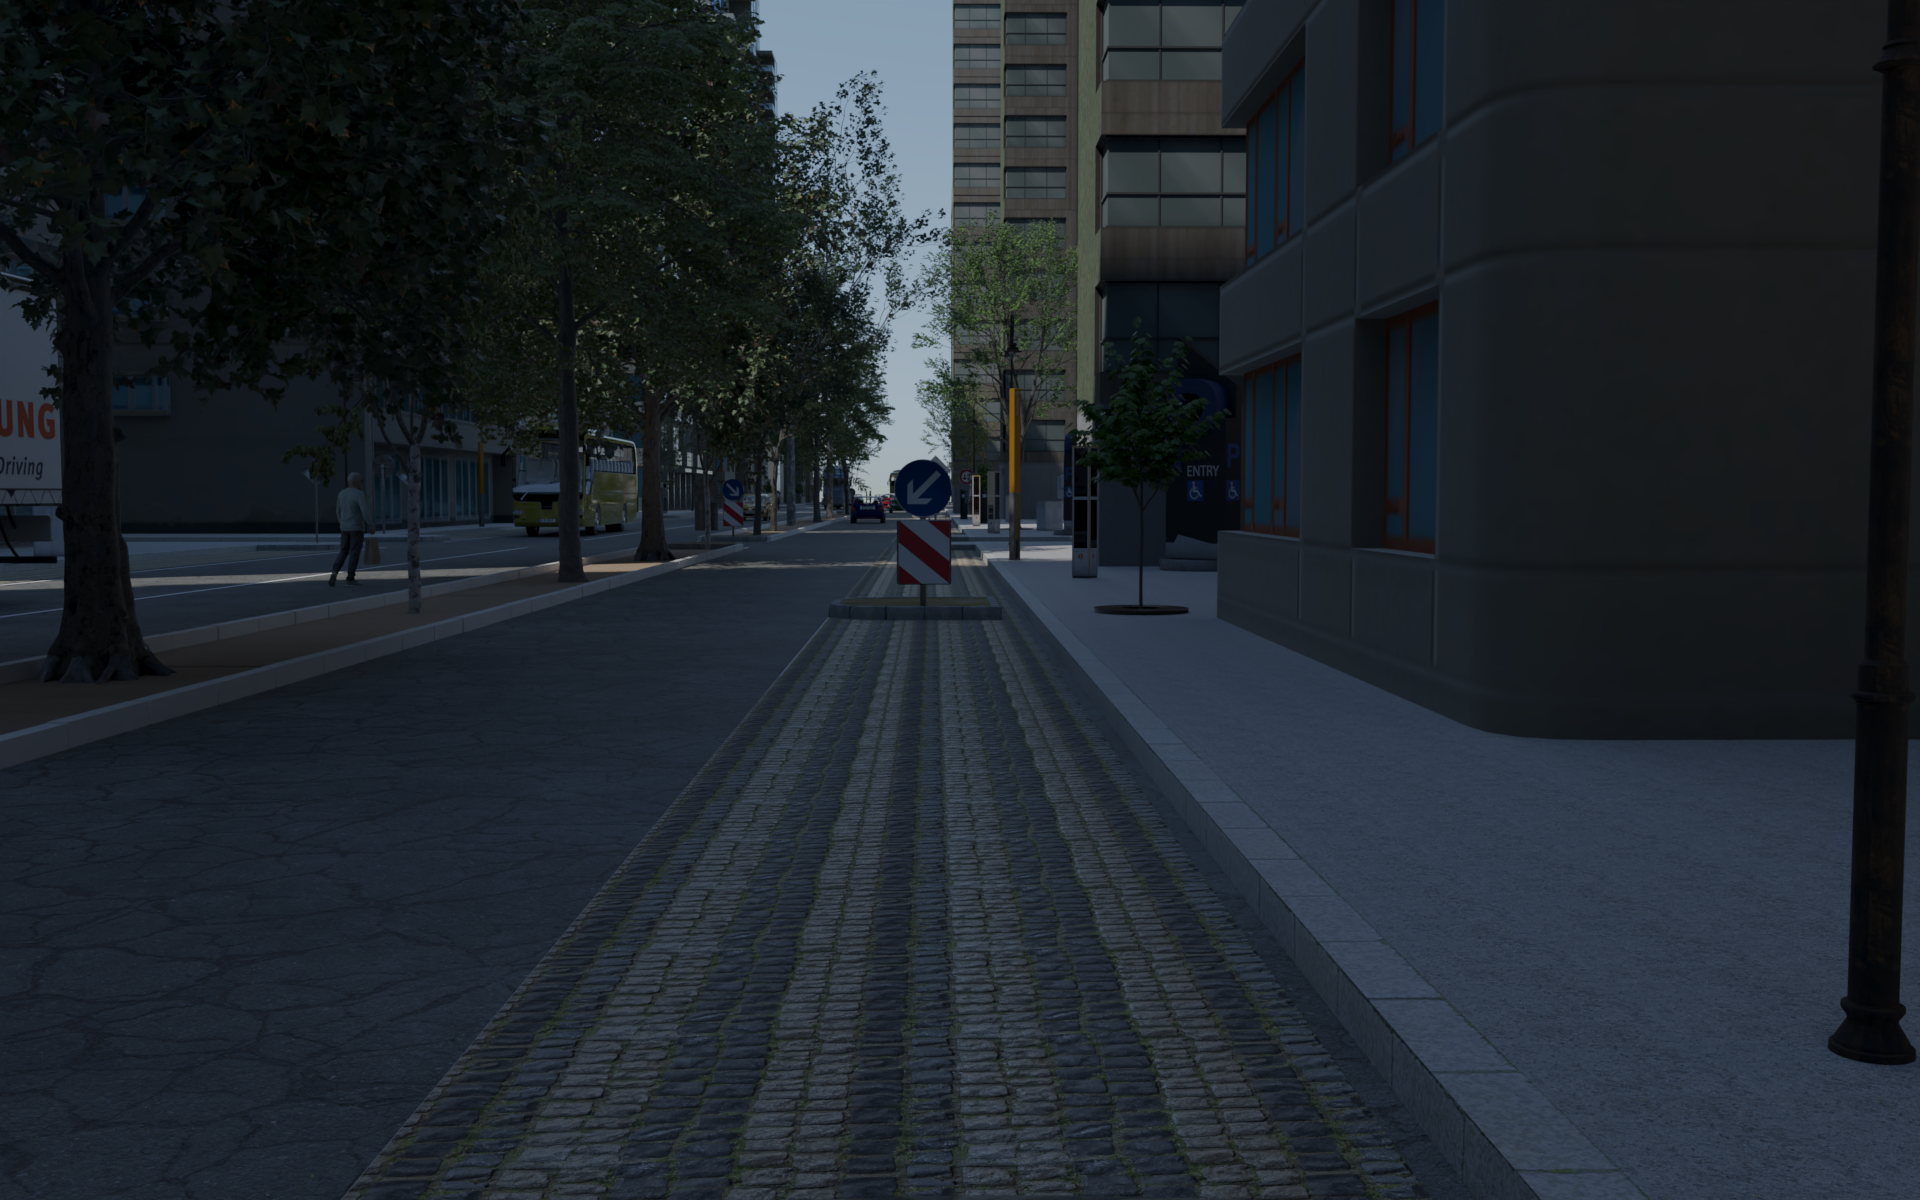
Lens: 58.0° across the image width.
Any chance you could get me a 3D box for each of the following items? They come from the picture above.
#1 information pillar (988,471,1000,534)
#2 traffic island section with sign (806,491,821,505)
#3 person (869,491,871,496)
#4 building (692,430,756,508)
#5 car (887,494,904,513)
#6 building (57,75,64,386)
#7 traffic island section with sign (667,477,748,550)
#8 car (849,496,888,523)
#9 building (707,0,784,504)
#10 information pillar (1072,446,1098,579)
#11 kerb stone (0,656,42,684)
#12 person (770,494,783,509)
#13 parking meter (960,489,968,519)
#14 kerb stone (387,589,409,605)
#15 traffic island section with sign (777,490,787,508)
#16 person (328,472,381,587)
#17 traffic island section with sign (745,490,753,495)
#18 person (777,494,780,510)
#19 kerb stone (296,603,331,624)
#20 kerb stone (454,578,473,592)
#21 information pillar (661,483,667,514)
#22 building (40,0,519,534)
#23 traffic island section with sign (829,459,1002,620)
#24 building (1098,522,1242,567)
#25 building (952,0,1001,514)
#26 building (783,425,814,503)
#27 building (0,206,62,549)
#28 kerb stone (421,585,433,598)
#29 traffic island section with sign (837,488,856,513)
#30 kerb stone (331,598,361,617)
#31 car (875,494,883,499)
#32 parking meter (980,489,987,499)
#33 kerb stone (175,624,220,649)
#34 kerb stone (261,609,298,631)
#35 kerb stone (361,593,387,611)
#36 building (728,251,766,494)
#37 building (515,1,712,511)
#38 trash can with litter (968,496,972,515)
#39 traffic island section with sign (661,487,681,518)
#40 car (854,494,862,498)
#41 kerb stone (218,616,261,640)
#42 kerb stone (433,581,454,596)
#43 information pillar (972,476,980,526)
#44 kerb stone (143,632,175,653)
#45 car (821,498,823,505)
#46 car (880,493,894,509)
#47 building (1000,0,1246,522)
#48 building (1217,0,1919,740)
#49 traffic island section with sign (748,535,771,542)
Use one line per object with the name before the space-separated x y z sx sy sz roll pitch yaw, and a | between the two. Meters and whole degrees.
information pillar | 1.101 -3.168 56.290 0.304 2.012 0.304 3 5 42
traffic island section with sign | -19.810 -13.853 235.116 1.989 1.847 2.006 0 4 -1
person | -11.354 -12.958 220.000 0.705 1.869 1.348 1 4 9
building | -35.803 -20.110 173.845 27.650 21.520 28.899 0 4 -1
car | -4.488 -7.364 132.194 2.131 1.459 4.920 0 4 -1
building | -31.971 -29.301 98.672 23.786 49.044 30.456 0 4 -1
traffic island section with sign | -6.722 -2.275 45.330 2.006 1.907 1.989 0 4 -1
car | -4.539 -4.473 85.720 1.945 1.354 3.894 0 4 -2
building | -34.101 -55.905 226.717 22.319 86.520 31.000 0 4 -1
information pillar | 1.908 -1.341 26.424 0.304 2.012 0.304 2 4 31
kerb stone | -7.235 0.546 13.304 0.120 0.150 1.000 0 4 -1
person | -17.848 -9.732 167.627 1.348 1.824 0.705 -1 4 -10
parking meter | 0.196 -4.860 87.871 0.372 1.533 0.369 0 3 0
kerb stone | -7.388 -0.015 22.533 0.120 0.150 1.000 0 4 -1
traffic island section with sign | -18.902 -10.462 179.679 1.989 1.847 2.006 0 4 -1
person | -9.344 -1.087 26.753 0.782 1.767 0.515 2 4 24
traffic island section with sign | -18.452 -8.745 151.610 1.989 1.847 2.006 0 4 -1
person | -16.433 -8.902 154.993 0.756 1.711 0.436 1 4 19
kerb stone | -7.332 0.168 19.456 0.120 0.150 1.000 0 4 -1
kerb stone | -7.437 -0.202 25.603 0.120 0.150 1.000 0 4 -1
information pillar | -19.519 -6.713 114.244 0.304 2.012 0.304 -2 4 -32
building | -29.969 -26.975 64.751 21.300 48.544 21.600 0 4 -1
traffic island section with sign | -0.536 -0.725 20.484 1.989 1.847 2.006 0 4 -1
building | 9.368 -16.207 36.681 14.160 30.474 14.107 0 4 -1
building | 6.472 -26.627 118.940 14.154 41.232 14.086 0 4 -1
building | -36.614 -25.351 259.525 27.650 21.520 28.899 0 4 -1
building | -34.906 -25.166 31.079 30.456 49.044 23.786 0 4 -1
kerb stone | -7.406 -0.083 23.555 0.120 0.150 1.000 0 4 -1
traffic island section with sign | -8.069 -7.323 127.865 2.006 1.907 1.989 0 4 -1
kerb stone | -7.346 0.105 20.484 0.120 0.150 1.000 0 4 -1
car | -12.727 -15.935 272.539 2.014 1.417 4.499 0 4 -2
parking meter | 1.115 -4.529 82.467 0.372 1.533 0.369 0 3 0
kerb stone | -7.286 0.361 16.371 0.120 0.150 1.000 0 4 -1
kerb stone | -7.320 0.233 18.424 0.120 0.150 1.000 0 4 -1
kerb stone | -7.369 0.044 21.507 0.120 0.150 1.000 0 4 -1
building | -29.614 -31.266 194.799 14.154 41.232 14.086 0 4 -1
building | -33.505 -31.964 142.213 23.786 49.044 30.456 0 4 -1
trash can with litter | 0.918 -5.782 105.927 0.624 1.170 1.055 -1 4 -21
traffic island section with sign | -17.655 -5.758 102.771 1.989 1.847 2.006 0 4 -1
car | -12.931 -12.705 216.525 1.959 1.807 4.718 0 4 -2
kerb stone | -7.298 0.294 17.393 0.120 0.150 1.000 0 4 -1
kerb stone | -7.421 -0.144 24.578 0.120 0.150 1.000 0 4 -1
information pillar | 0.646 -3.930 68.743 0.304 2.012 0.304 0 4 -3
kerb stone | -7.265 0.419 15.348 0.120 0.150 1.000 0 4 -1
car | -16.744 -12.763 221.262 1.945 1.354 3.894 0 4 1
car | -5.841 -8.416 146.635 2.155 1.783 4.494 0 4 -2
building | 9.118 -19.687 93.577 14.160 30.474 14.107 0 4 -1
building | 16.723 -9.668 3.109 27.650 21.520 28.899 0 4 -1
traffic island section with sign | -6.833 -2.728 52.736 2.006 1.907 1.989 0 4 -1
